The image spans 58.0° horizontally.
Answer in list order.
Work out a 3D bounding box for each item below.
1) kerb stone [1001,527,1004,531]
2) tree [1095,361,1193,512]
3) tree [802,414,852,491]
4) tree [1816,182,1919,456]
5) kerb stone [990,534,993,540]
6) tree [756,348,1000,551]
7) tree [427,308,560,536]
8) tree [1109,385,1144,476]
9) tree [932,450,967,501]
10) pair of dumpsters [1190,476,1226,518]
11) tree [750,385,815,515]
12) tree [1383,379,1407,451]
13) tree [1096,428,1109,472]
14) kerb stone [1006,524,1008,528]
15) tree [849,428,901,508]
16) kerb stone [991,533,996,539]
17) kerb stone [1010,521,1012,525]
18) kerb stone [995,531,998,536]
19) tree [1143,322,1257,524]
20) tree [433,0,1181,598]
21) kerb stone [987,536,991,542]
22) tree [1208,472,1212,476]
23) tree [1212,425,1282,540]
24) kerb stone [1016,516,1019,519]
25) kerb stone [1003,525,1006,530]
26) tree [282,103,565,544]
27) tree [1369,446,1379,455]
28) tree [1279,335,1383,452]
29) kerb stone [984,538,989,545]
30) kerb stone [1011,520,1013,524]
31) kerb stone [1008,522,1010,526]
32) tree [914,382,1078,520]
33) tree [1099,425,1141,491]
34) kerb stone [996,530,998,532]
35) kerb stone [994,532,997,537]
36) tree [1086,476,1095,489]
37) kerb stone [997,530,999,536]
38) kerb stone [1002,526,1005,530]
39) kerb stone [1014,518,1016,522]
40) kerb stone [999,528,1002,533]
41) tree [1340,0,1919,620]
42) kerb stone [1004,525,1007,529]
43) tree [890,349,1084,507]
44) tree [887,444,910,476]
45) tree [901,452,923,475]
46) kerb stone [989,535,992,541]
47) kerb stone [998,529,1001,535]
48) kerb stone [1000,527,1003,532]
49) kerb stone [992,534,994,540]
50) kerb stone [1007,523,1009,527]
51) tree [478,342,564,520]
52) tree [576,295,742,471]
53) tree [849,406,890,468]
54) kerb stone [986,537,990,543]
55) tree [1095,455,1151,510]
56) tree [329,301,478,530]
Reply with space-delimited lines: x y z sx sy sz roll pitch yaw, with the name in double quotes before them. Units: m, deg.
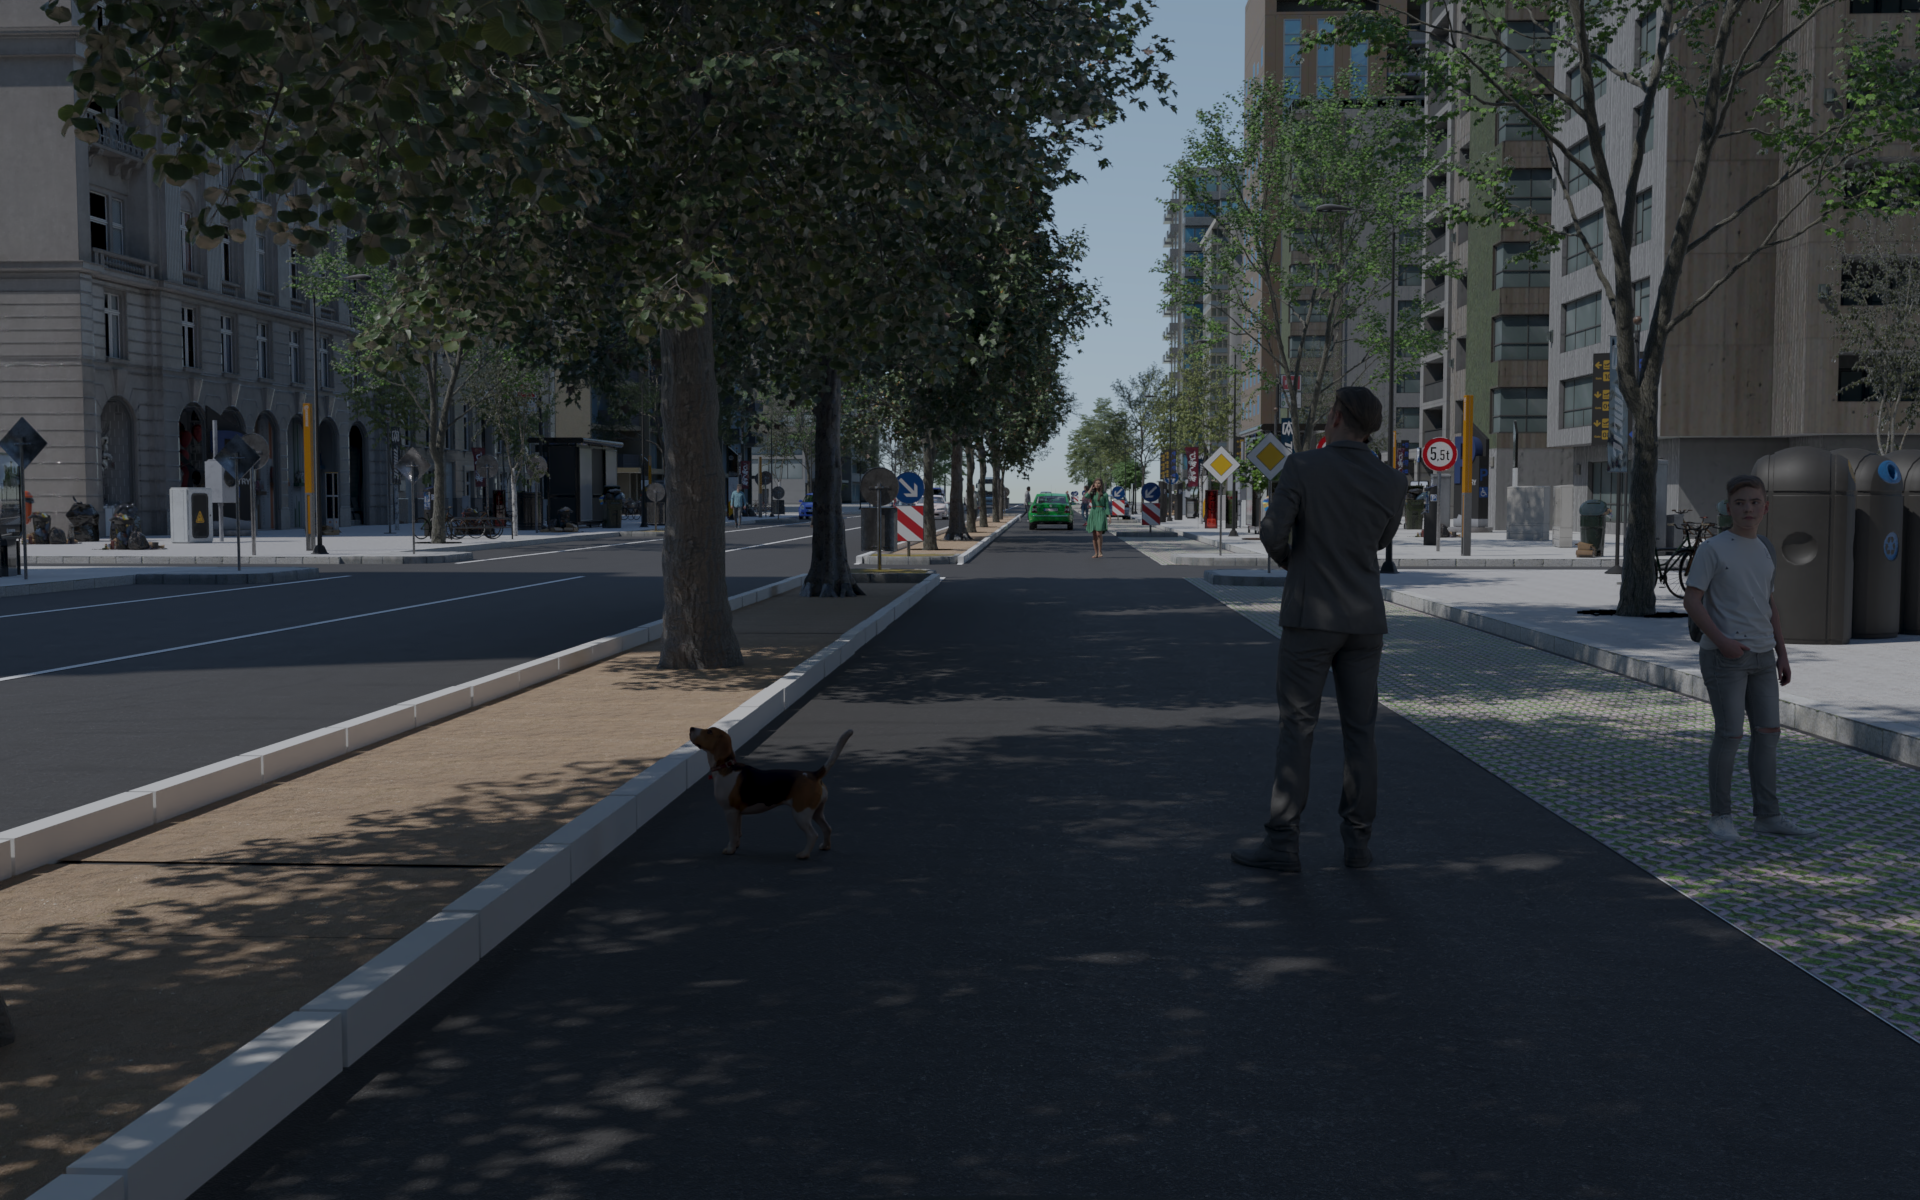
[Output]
"kerb stone" 1.420 -2.473 62.734 0.120 0.150 1.000 0 4 3
"tree" 13.028 -11.389 120.630 7.601 10.594 8.767 -1 4 -22
"tree" -9.884 -10.883 128.292 4.737 8.622 4.395 0 3 0
"tree" 22.565 -5.574 41.489 4.360 8.622 3.978 0 3 0
"kerb stone" 0.836 -1.791 51.472 0.120 0.150 1.000 0 4 3
"tree" -0.864 -7.064 43.704 9.928 11.665 9.643 0 3 0
"tree" -13.709 -6.251 52.561 4.360 8.622 3.978 0 3 0
"tree" 11.921 -9.096 99.079 4.737 8.622 4.395 0 3 0
"tree" -2.233 -21.278 266.017 7.486 12.596 7.792 0 3 0
"pair of dumpsters" 13.352 -5.553 93.282 1.574 2.255 4.437 0 4 3
"tree" -10.963 -9.489 105.500 4.360 8.622 3.978 0 3 0
"tree" 25.095 -9.559 106.657 4.360 8.622 3.978 0 3 0
"tree" 14.181 -12.344 152.194 4.737 8.622 4.395 0 3 0
"kerb stone" 1.728 -2.855 68.877 0.120 0.150 1.000 0 4 3
"tree" -7.953 -12.303 151.514 4.360 8.622 3.978 0 3 0
"kerb stone" 0.944 -1.915 53.513 0.120 0.150 1.000 0 4 3
"kerb stone" 2.099 -3.292 76.027 0.120 0.150 1.000 0 4 3
"kerb stone" 1.049 -2.037 55.556 0.120 0.150 1.000 0 4 3
"tree" 10.364 -7.544 73.706 4.737 8.622 4.395 0 3 0
"tree" -1.836 -6.381 23.797 9.611 12.733 9.660 0 3 0
"kerb stone" 0.733 -1.666 49.429 0.120 0.150 1.000 0 4 3
"tree" 15.512 -6.904 107.484 1.663 3.219 1.824 0 3 0
"tree" 8.282 -3.296 48.495 1.663 3.219 1.824 0 3 0
"kerb stone" 2.891 -4.231 91.369 0.120 0.150 1.000 0 4 3
"kerb stone" 1.576 -2.665 65.811 0.120 0.150 1.000 0 4 3
"tree" -13.400 -7.255 44.371 9.928 11.665 9.643 0 3 0
"tree" 14.670 -4.184 63.002 1.663 3.219 1.824 0 3 0
"tree" 16.919 -7.991 81.019 4.360 8.622 3.978 0 3 0
"kerb stone" 0.635 -1.536 47.378 0.120 0.150 1.000 0 4 3
"kerb stone" 2.201 -3.418 78.072 0.120 0.150 1.000 0 4 3
"kerb stone" 1.943 -3.100 72.959 0.120 0.150 1.000 0 4 3
"tree" 2.215 -9.697 95.409 8.767 10.594 7.601 0 4 3
"tree" 15.690 -13.481 170.784 4.360 8.622 3.978 0 3 0
"kerb stone" 1.096 -2.103 56.577 0.120 0.150 1.000 0 4 3
"kerb stone" 0.997 -1.978 54.535 0.120 0.150 1.000 0 4 3
"tree" 18.279 -14.760 225.039 4.285 4.588 4.351 0 3 0
"kerb stone" 1.152 -2.158 57.602 0.120 0.150 1.000 0 4 3
"kerb stone" 1.475 -2.540 63.770 0.120 0.150 1.000 0 4 3
"kerb stone" 2.518 -3.793 84.204 0.120 0.150 1.000 0 4 3
"kerb stone" 1.315 -2.354 60.680 0.120 0.150 1.000 0 4 3
"tree" 7.056 -5.626 17.733 9.928 11.665 9.643 0 3 0
"kerb stone" 1.632 -2.730 66.831 0.120 0.150 1.000 0 4 3
"tree" 2.322 -11.785 105.512 12.009 13.543 11.850 0 3 0
"tree" -5.267 -16.925 211.132 8.767 10.594 7.601 -3 5 -41
"tree" -5.931 -15.267 199.971 4.360 8.622 3.978 0 3 0
"kerb stone" 0.778 -1.728 50.451 0.120 0.150 1.000 0 4 3
"kerb stone" 1.214 -2.225 58.635 0.120 0.150 1.000 0 4 3
"kerb stone" 1.363 -2.417 61.713 0.120 0.150 1.000 0 4 3
"kerb stone" 0.890 -1.849 52.493 0.120 0.150 1.000 0 4 3
"kerb stone" 1.836 -2.980 70.918 0.120 0.150 1.000 0 4 3
"tree" -20.518 -7.867 78.994 4.737 8.622 4.395 0 3 0
"tree" -12.822 -8.610 75.184 7.601 10.594 8.767 2 4 34
"tree" -6.810 -16.732 183.930 12.009 13.543 11.850 0 3 0
"kerb stone" 0.682 -1.599 48.409 0.120 0.150 1.000 0 4 3
"tree" 14.082 -9.724 142.706 4.285 4.588 4.351 0 3 0
"tree" -19.914 -6.762 60.922 4.737 8.622 4.395 0 3 0
